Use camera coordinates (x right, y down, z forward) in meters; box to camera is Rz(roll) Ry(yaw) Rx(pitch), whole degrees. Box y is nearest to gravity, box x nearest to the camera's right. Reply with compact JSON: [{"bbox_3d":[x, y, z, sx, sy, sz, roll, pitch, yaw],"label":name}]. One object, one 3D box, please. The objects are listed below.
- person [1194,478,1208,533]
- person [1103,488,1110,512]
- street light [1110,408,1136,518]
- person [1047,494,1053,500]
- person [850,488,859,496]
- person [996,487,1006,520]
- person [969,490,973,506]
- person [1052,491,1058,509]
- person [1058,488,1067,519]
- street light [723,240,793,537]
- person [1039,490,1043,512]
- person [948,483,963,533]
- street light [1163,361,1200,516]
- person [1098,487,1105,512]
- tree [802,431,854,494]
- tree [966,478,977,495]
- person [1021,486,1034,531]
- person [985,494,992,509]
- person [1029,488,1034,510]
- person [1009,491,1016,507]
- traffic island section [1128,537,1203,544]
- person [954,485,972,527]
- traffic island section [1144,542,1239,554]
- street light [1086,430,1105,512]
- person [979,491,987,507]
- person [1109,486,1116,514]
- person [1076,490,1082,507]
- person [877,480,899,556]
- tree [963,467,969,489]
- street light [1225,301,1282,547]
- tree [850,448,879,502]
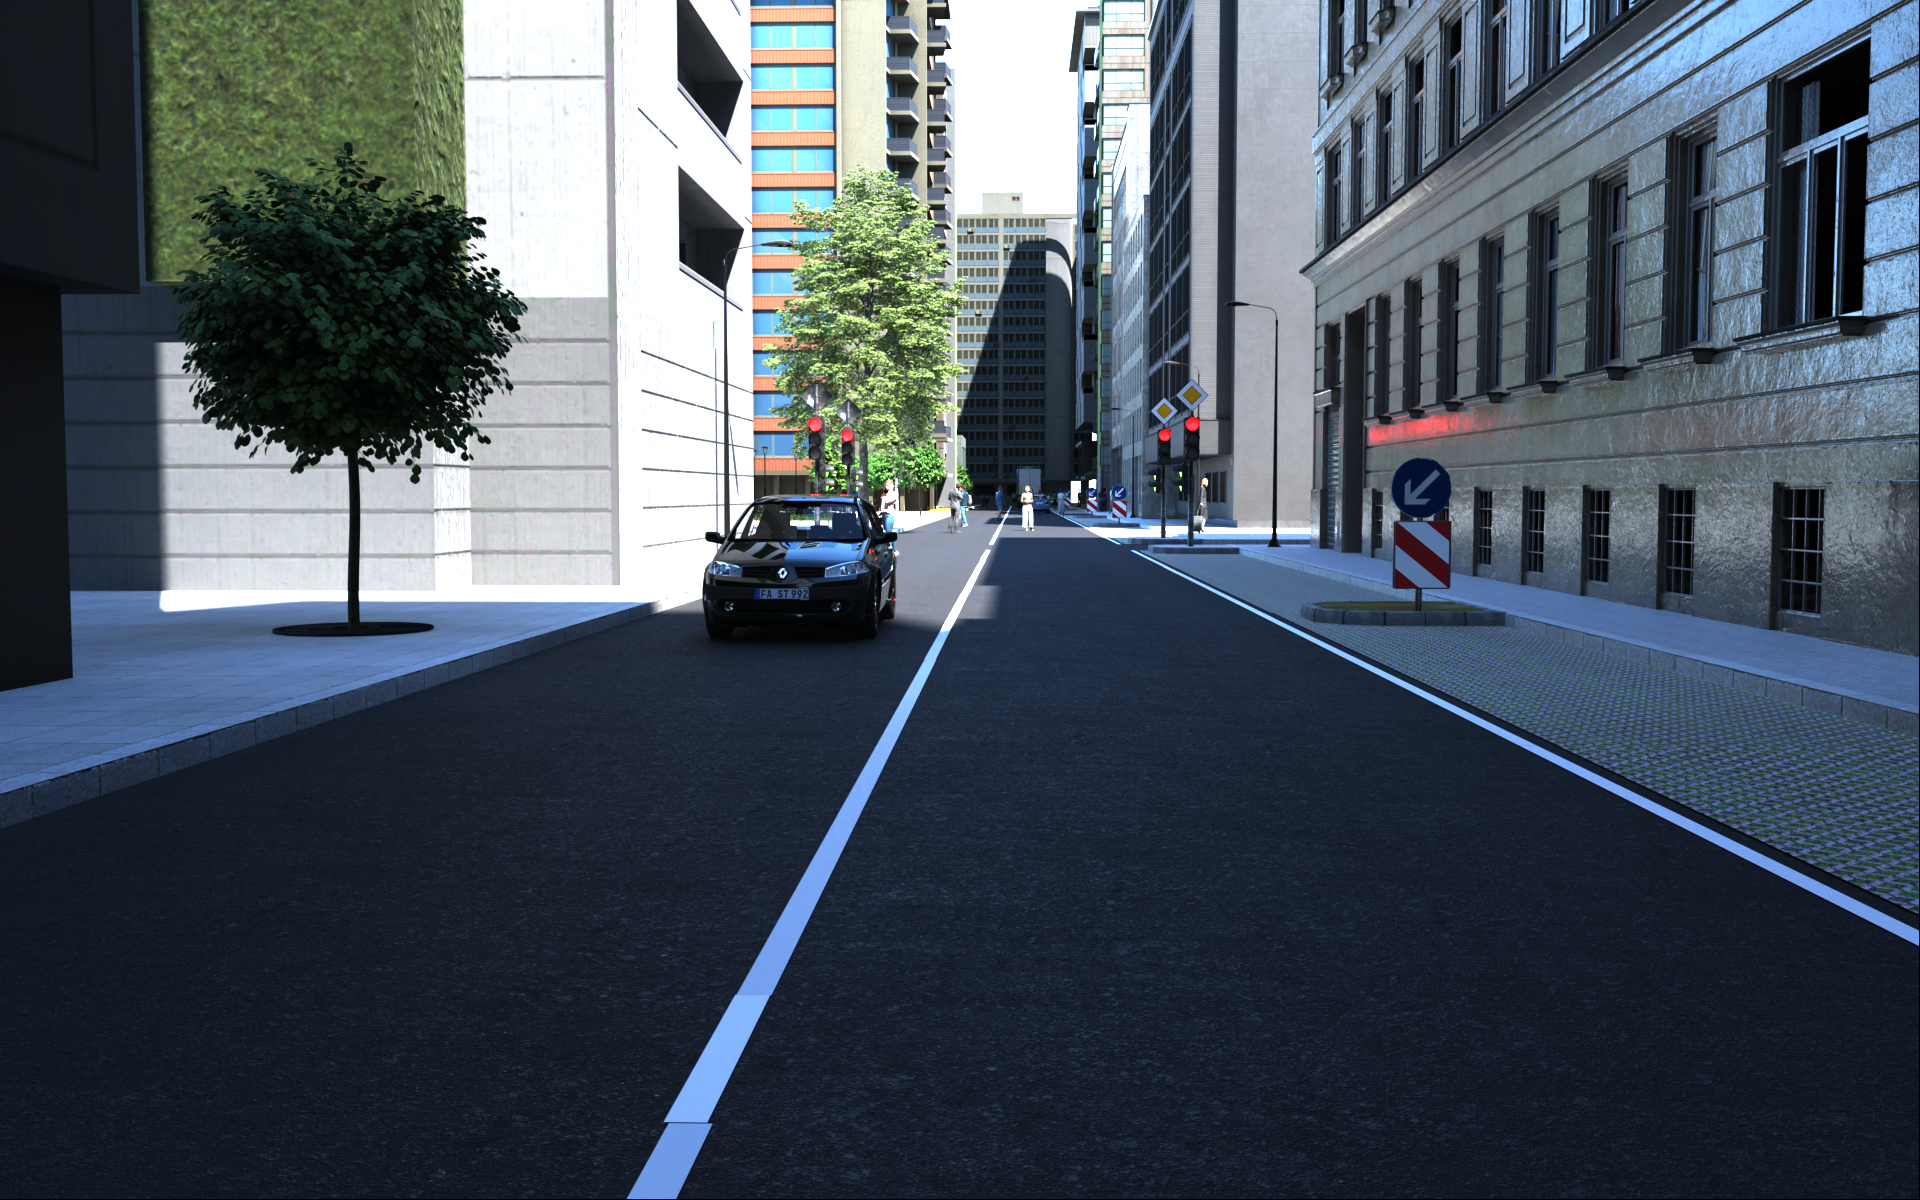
[{"bbox_3d":[7.903,-3.118,57.238,0.699,1.804,1.509,2,4,32],"label":"person"},{"bbox_3d":[10.690,-7.383,127.443,1.217,1.739,0.721,3,5,43],"label":"person"},{"bbox_3d":[8.781,-7.382,93.239,1.470,5.913,1.316,0,4,2],"label":"street light"},{"bbox_3d":[7.316,-8.116,144.388,0.799,1.438,0.628,-2,4,-32],"label":"person"},{"bbox_3d":[-4.021,-3.684,66.622,0.601,1.785,0.444,0,4,-1],"label":"person"},{"bbox_3d":[2.154,-5.241,94.220,0.581,1.822,0.654,3,5,39],"label":"person"},{"bbox_3d":[1.315,-11.440,193.870,0.721,1.735,1.217,0,4,-6],"label":"person"},{"bbox_3d":[9.007,-9.420,163.310,0.721,1.735,1.217,2,4,28],"label":"person"},{"bbox_3d":[5.942,-5.595,100.547,0.480,1.755,0.524,1,4,17],"label":"person"},{"bbox_3d":[-3.764,-3.628,31.855,1.470,5.913,1.316,0,4,2],"label":"street light"},{"bbox_3d":[6.583,-8.110,141.770,0.551,1.740,0.621,2,4,25],"label":"person"},{"bbox_3d":[-0.152,-3.373,63.448,0.655,1.846,0.447,3,5,42],"label":"person"},{"bbox_3d":[7.807,-5.392,60.697,1.470,5.913,1.316,0,4,2],"label":"street light"},{"bbox_3d":[10.046,-7.145,123.280,0.534,1.772,0.576,-1,4,-21],"label":"person"},{"bbox_3d":[-4.063,-3.604,53.522,1.663,3.219,1.824,0,3,0],"label":"tree"},{"bbox_3d":[1.020,-12.756,203.161,1.663,3.219,1.824,0,3,0],"label":"tree"},{"bbox_3d":[2.636,-3.577,67.531,0.519,1.759,0.362,-1,4,-14],"label":"person"},{"bbox_3d":[2.714,-9.405,165.509,0.697,1.427,0.421,1,4,13],"label":"person"},{"bbox_3d":[4.827,-6.699,118.003,0.573,1.828,0.580,-3,5,-43],"label":"person"},{"bbox_3d":[5.975,-11.189,192.221,1.217,1.735,0.721,2,4,27],"label":"person"},{"bbox_3d":[5.952,-1.727,50.524,2.009,0.180,2.903,0,4,2],"label":"traffic island section"},{"bbox_3d":[0.097,-4.095,75.444,0.794,1.824,0.713,-3,5,-40],"label":"person"},{"bbox_3d":[5.686,-1.239,42.544,2.009,0.180,2.903,0,4,2],"label":"traffic island section"},{"bbox_3d":[9.809,-9.354,125.471,1.470,5.913,1.316,0,4,2],"label":"street light"},{"bbox_3d":[2.628,-10.984,188.804,1.217,1.735,0.721,0,4,-4],"label":"person"},{"bbox_3d":[9.788,-6.418,111.197,0.478,1.798,0.641,-2,4,-28],"label":"person"},{"bbox_3d":[11.711,-9.988,170.143,0.445,1.727,0.742,1,4,18],"label":"person"},{"bbox_3d":[-1.562,-1.806,38.619,0.643,1.750,0.593,-3,4,-36],"label":"person"},{"bbox_3d":[-0.556,-11.610,173.544,4.285,4.588,4.351,0,3,0],"label":"tree"},{"bbox_3d":[7.088,-4.241,41.875,1.470,5.913,1.316,0,4,2],"label":"street light"},{"bbox_3d":[-4.644,-8.065,115.576,4.285,4.588,4.351,0,3,0],"label":"tree"}]
